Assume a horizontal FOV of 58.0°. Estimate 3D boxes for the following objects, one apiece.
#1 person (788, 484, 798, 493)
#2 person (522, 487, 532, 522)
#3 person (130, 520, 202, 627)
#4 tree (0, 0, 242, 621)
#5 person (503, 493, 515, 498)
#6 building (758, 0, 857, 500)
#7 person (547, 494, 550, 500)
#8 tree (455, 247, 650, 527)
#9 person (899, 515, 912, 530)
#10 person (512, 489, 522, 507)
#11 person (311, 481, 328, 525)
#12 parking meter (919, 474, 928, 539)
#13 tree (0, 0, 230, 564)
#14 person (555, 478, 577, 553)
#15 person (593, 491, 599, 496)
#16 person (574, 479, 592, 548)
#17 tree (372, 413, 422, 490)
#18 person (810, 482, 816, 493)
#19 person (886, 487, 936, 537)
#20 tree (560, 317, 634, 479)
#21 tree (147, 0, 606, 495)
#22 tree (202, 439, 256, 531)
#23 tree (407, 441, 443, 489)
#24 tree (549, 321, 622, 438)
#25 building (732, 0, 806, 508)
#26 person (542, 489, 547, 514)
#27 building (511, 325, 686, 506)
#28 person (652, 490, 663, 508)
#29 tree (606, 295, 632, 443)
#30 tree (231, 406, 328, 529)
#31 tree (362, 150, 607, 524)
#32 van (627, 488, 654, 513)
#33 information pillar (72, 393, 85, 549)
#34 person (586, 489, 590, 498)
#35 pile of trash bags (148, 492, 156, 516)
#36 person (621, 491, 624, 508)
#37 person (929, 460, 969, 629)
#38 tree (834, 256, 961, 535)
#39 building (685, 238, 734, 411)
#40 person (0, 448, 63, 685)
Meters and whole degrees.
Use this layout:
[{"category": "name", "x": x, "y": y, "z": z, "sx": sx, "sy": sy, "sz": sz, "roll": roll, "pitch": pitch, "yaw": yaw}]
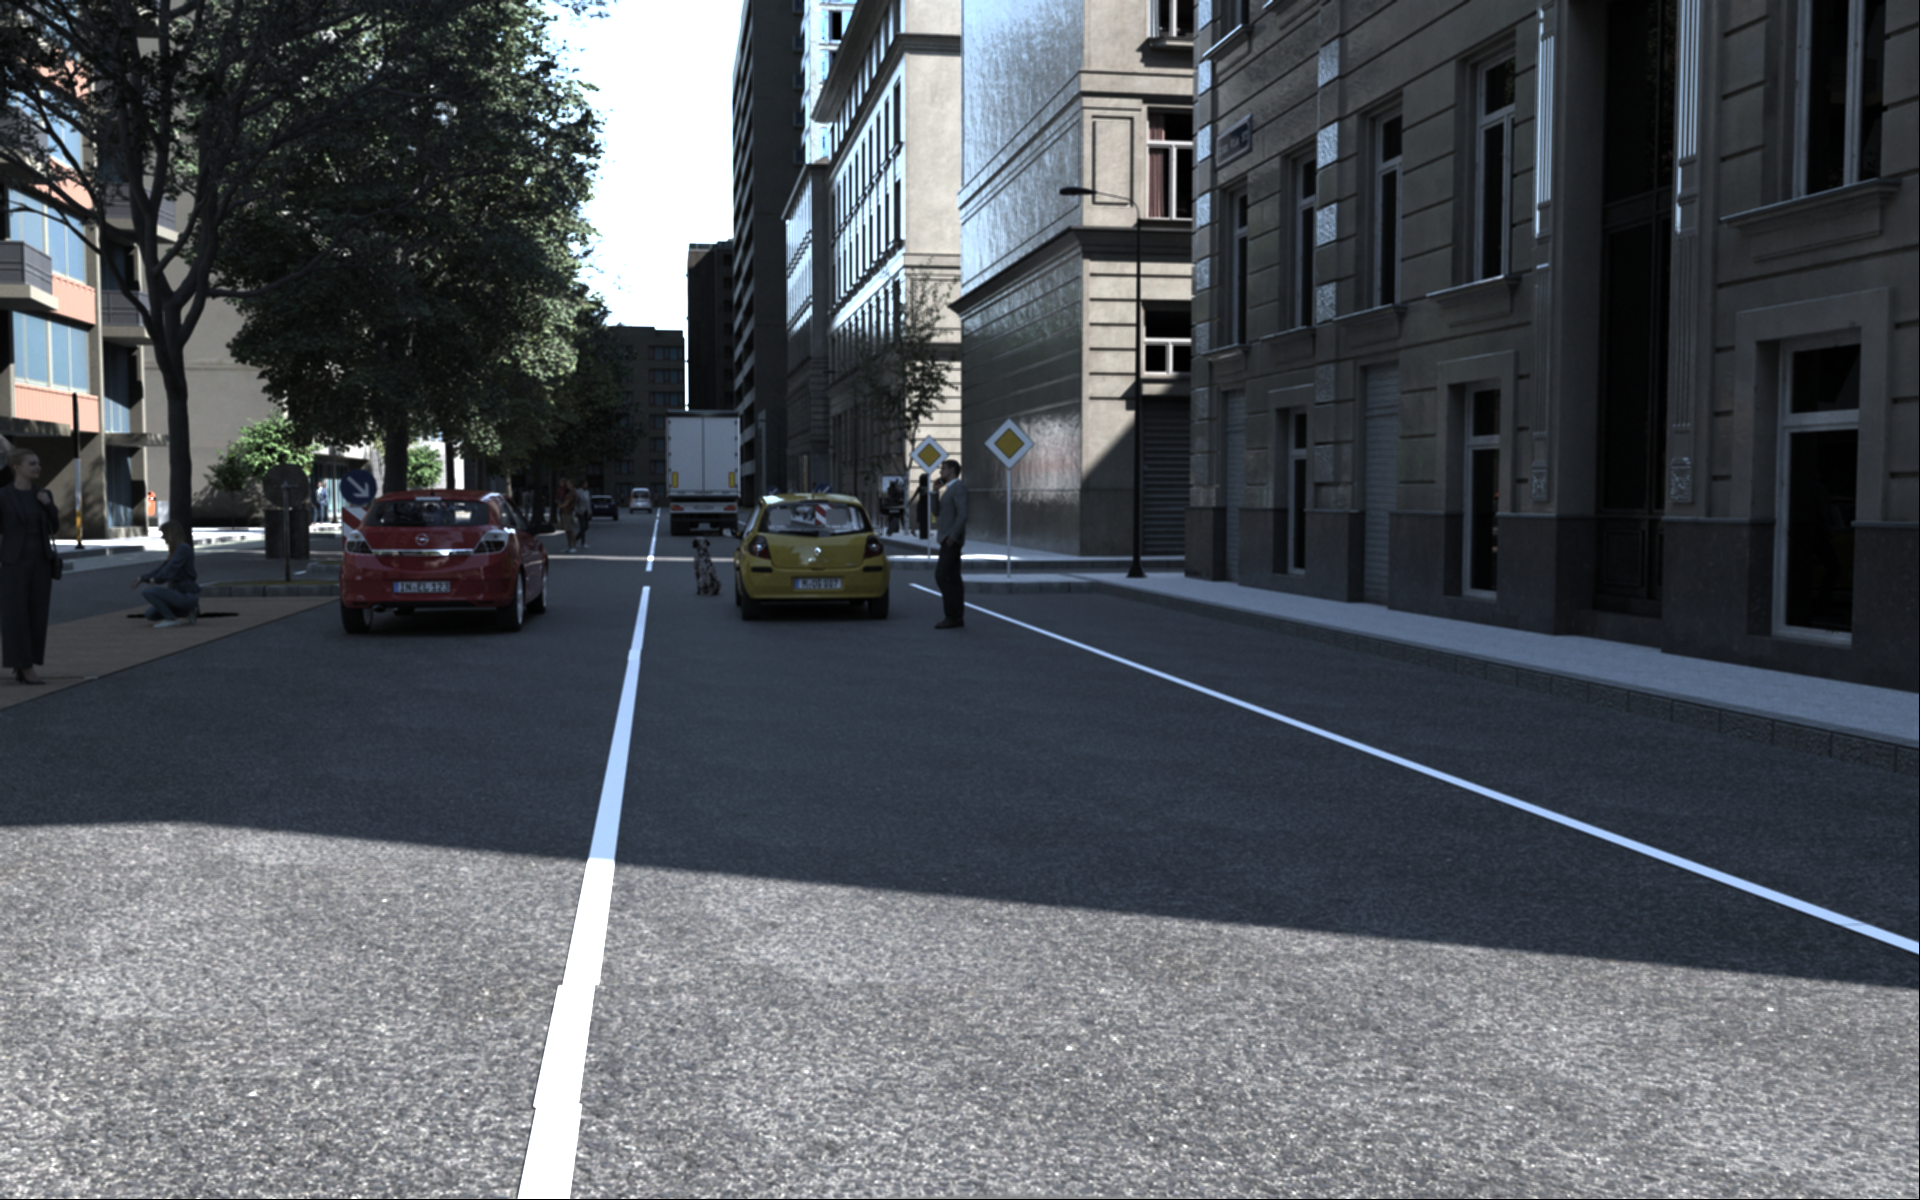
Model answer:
[{"category": "person", "x": -8.961, "y": -5.293, "z": 92.691, "sx": 0.635, "sy": 1.810, "sz": 0.391, "roll": -1, "pitch": 4, "yaw": -12}, {"category": "person", "x": -22.045, "y": -4.877, "z": 88.436, "sx": 0.606, "sy": 1.804, "sz": 0.583, "roll": 1, "pitch": 4, "yaw": 22}, {"category": "person", "x": -8.544, "y": -0.280, "z": 18.573, "sx": 0.738, "sy": 1.151, "sz": 1.012, "roll": -1, "pitch": 4, "yaw": -20}, {"category": "tree", "x": -8.946, "y": -6.526, "z": 19.522, "sx": 12.009, "sy": 13.543, "sz": 11.850, "roll": 0, "pitch": 3, "yaw": 0}, {"category": "person", "x": -42.215, "y": -9.510, "z": 161.538, "sx": 1.348, "sy": 1.823, "sz": 0.705, "roll": 0, "pitch": 4, "yaw": -7}, {"category": "building", "x": -2.774, "y": -49.678, "z": 124.909, "sx": 22.319, "sy": 86.520, "sz": 31.000, "roll": -1, "pitch": 4, "yaw": -10}, {"category": "person", "x": -30.827, "y": -7.452, "z": 131.156, "sx": 1.217, "sy": 1.723, "sz": 0.721, "roll": 2, "pitch": 4, "yaw": 24}, {"category": "tree", "x": -18.237, "y": -9.483, "z": 74.506, "sx": 9.611, "sy": 12.733, "sz": 9.660, "roll": 0, "pitch": 3, "yaw": 0}, {"category": "person", "x": -2.097, "y": -3.299, "z": 60.387, "sx": 0.834, "sy": 1.777, "sz": 0.661, "roll": 0, "pitch": 4, "yaw": -5}, {"category": "person", "x": -43.360, "y": -9.991, "z": 169.537, "sx": 0.705, "sy": 1.807, "sz": 1.348, "roll": 2, "pitch": 4, "yaw": 32}, {"category": "person", "x": -26.337, "y": -3.972, "z": 71.160, "sx": 0.721, "sy": 1.800, "sz": 0.419, "roll": 0, "pitch": 3, "yaw": 0}, {"category": "parking meter", "x": -1.001, "y": -2.672, "z": 49.391, "sx": 0.255, "sy": 1.863, "sz": 0.399, "roll": 1, "pitch": 4, "yaw": 10}, {"category": "tree", "x": -7.159, "y": -4.466, "z": 9.887, "sx": 8.767, "sy": 10.594, "sz": 7.601, "roll": -1, "pitch": 4, "yaw": -10}, {"category": "person", "x": -9.622, "y": -2.078, "z": 42.452, "sx": 0.580, "sy": 1.828, "sz": 0.573, "roll": 1, "pitch": 4, "yaw": 11}, {"category": "person", "x": -37.155, "y": -10.247, "z": 176.754, "sx": 1.217, "sy": 1.735, "sz": 0.721, "roll": 0, "pitch": 4, "yaw": -5}, {"category": "person", "x": -10.084, "y": -2.300, "z": 45.959, "sx": 0.795, "sy": 1.843, "sz": 0.661, "roll": 2, "pitch": 4, "yaw": 30}, {"category": "tree", "x": -31.459, "y": -8.834, "z": 94.802, "sx": 4.737, "sy": 8.622, "sz": 4.395, "roll": 0, "pitch": 3, "yaw": 0}, {"category": "person", "x": -6.779, "y": -4.585, "z": 80.993, "sx": 0.713, "sy": 1.824, "sz": 0.794, "roll": -1, "pitch": 4, "yaw": -21}, {"category": "person", "x": -1.490, "y": -2.825, "z": 52.445, "sx": 1.509, "sy": 1.804, "sz": 0.699, "roll": 0, "pitch": 4, "yaw": -2}, {"category": "tree", "x": -21.269, "y": -10.071, "z": 92.872, "sx": 9.928, "sy": 11.665, "sz": 9.643, "roll": 0, "pitch": 3, "yaw": 0}, {"category": "tree", "x": -11.765, "y": -7.739, "z": 35.643, "sx": 9.857, "sy": 13.997, "sz": 8.962, "roll": 0, "pitch": 3, "yaw": 0}, {"category": "tree", "x": -25.810, "y": -4.085, "z": 61.396, "sx": 1.663, "sy": 3.219, "sz": 1.824, "roll": 0, "pitch": 3, "yaw": 0}, {"category": "tree", "x": -32.071, "y": -7.265, "z": 102.491, "sx": 4.285, "sy": 4.588, "sz": 4.351, "roll": 0, "pitch": 3, "yaw": 0}, {"category": "tree", "x": -16.896, "y": -7.836, "z": 64.994, "sx": 8.767, "sy": 10.594, "sz": 7.601, "roll": -1, "pitch": 4, "yaw": -10}, {"category": "building", "x": -11.631, "y": -33.655, "z": 173.957, "sx": 21.300, "sy": 48.544, "sz": 21.600, "roll": -1, "pitch": 4, "yaw": -10}, {"category": "person", "x": -29.940, "y": -7.071, "z": 124.125, "sx": 0.705, "sy": 1.822, "sz": 1.348, "roll": 1, "pitch": 4, "yaw": 18}, {"category": "building", "x": -46.783, "y": -21.837, "z": 202.068, "sx": 28.899, "sy": 21.520, "sz": 27.650, "roll": -1, "pitch": 4, "yaw": -10}, {"category": "person", "x": -31.839, "y": -10.591, "z": 181.673, "sx": 1.348, "sy": 1.824, "sz": 0.705, "roll": 0, "pitch": 3, "yaw": 0}, {"category": "tree", "x": -19.868, "y": -9.989, "z": 83.906, "sx": 7.486, "sy": 12.596, "sz": 7.792, "roll": 0, "pitch": 3, "yaw": 0}, {"category": "tree", "x": -25.529, "y": -4.971, "z": 64.985, "sx": 4.285, "sy": 4.588, "sz": 4.351, "roll": 0, "pitch": 3, "yaw": 0}, {"category": "tree", "x": -15.681, "y": -8.292, "z": 56.161, "sx": 7.486, "sy": 12.596, "sz": 7.792, "roll": 0, "pitch": 3, "yaw": 0}, {"category": "van", "x": -23.907, "y": -7.499, "z": 129.613, "sx": 2.013, "sy": 2.044, "sz": 4.112, "roll": -1, "pitch": 4, "yaw": -11}, {"category": "information pillar", "x": -20.560, "y": -2.997, "z": 40.359, "sx": 0.183, "sy": 3.616, "sz": 0.504, "roll": -1, "pitch": 4, "yaw": -22}, {"category": "person", "x": -18.787, "y": -4.734, "z": 86.903, "sx": 0.522, "sy": 1.701, "sz": 0.512, "roll": 3, "pitch": 5, "yaw": 40}, {"category": "pile of trash bags", "x": -31.595, "y": -3.323, "z": 64.078, "sx": 3.447, "sy": 1.369, "sz": 1.912, "roll": -3, "pitch": 4, "yaw": -38}, {"category": "person", "x": -35.206, "y": -10.449, "z": 180.125, "sx": 0.721, "sy": 1.735, "sz": 1.217, "roll": -1, "pitch": 4, "yaw": -12}, {"category": "person", "x": -0.118, "y": -0.609, "z": 18.638, "sx": 0.473, "sy": 1.802, "sz": 0.592, "roll": 0, "pitch": 4, "yaw": 7}, {"category": "tree", "x": -1.741, "y": -6.344, "z": 54.092, "sx": 4.360, "sy": 8.622, "sz": 3.978, "roll": 0, "pitch": 3, "yaw": 0}, {"category": "building", "x": -24.173, "y": -26.098, "z": 198.399, "sx": 14.107, "sy": 30.474, "sz": 14.160, "roll": -1, "pitch": 4, "yaw": -10}, {"category": "person", "x": -7.059, "y": -0.248, "z": 12.984, "sx": 0.534, "sy": 1.772, "sz": 0.576, "roll": 1, "pitch": 4, "yaw": 15}]
